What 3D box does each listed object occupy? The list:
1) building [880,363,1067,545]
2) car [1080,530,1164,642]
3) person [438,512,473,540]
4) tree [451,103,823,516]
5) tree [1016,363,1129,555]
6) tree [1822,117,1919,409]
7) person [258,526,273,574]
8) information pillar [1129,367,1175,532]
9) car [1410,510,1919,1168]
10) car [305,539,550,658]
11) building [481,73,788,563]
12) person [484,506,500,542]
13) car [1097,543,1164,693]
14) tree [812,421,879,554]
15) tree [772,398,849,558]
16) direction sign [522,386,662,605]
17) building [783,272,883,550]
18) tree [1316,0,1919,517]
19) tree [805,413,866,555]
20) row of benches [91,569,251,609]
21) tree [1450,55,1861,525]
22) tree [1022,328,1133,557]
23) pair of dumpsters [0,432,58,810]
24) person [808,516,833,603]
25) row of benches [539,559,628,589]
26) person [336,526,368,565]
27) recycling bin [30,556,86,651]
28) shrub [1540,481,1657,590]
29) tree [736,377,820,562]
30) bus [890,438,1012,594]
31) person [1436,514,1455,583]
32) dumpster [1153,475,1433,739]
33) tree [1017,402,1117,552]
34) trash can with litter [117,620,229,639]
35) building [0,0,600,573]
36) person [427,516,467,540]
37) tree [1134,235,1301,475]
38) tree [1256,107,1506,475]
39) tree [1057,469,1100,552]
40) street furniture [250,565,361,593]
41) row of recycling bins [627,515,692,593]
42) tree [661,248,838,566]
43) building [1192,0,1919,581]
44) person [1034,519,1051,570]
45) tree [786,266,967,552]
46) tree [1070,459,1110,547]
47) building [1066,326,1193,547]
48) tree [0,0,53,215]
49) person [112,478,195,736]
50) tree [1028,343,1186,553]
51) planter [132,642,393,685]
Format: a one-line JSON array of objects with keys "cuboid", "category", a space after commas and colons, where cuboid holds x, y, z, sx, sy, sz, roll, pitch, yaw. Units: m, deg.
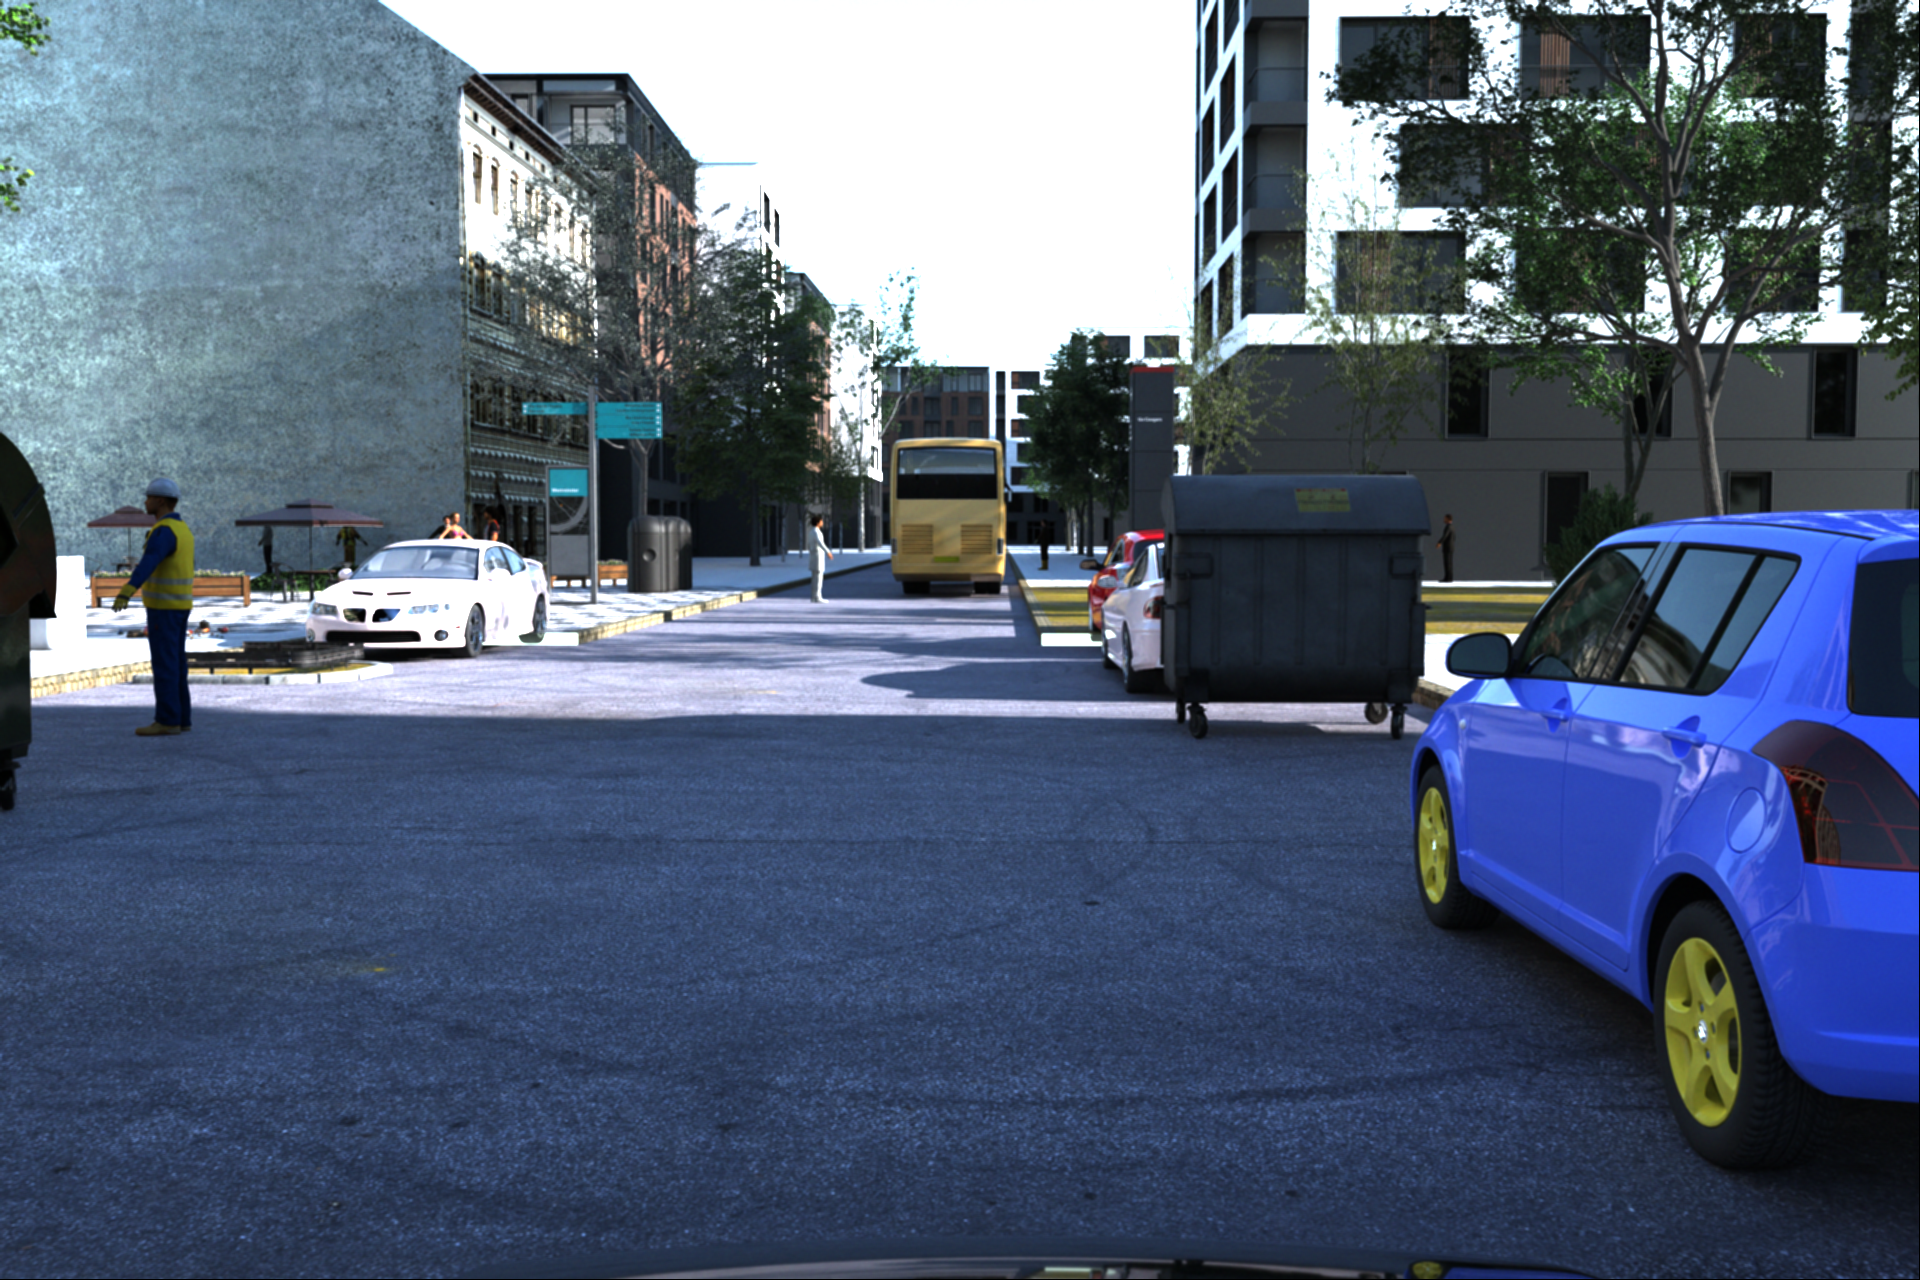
[{"cuboid": [0.967, -22.823, 219.593, 32.646, 21.610, 27.936, 0, 4, -2], "category": "building"}, {"cuboid": [2.618, -0.782, 21.828, 2.155, 1.783, 4.494, 0, 3, 0], "category": "car"}, {"cuboid": [-10.385, -1.777, 35.853, 0.721, 1.733, 1.217, 2, 4, 32], "category": "person"}, {"cuboid": [-9.129, -8.511, 49.520, 12.009, 13.543, 11.850, 0, 3, 0], "category": "tree"}, {"cuboid": [7.372, -11.046, 106.356, 9.928, 11.665, 9.643, 0, 3, 0], "category": "tree"}, {"cuboid": [16.740, -4.829, 29.315, 4.737, 8.622, 4.395, 0, 3, 0], "category": "tree"}, {"cuboid": [-21.783, -2.953, 54.406, 0.705, 1.813, 1.348, -1, 4, -10], "category": "person"}, {"cuboid": [2.990, -2.309, 27.124, 0.750, 3.857, 0.750, 0, 4, 0], "category": "information pillar"}, {"cuboid": [2.535, 0.268, 5.204, 1.945, 1.707, 3.694, 0, 4, 1], "category": "car"}, {"cuboid": [-6.467, -0.558, 21.493, 2.083, 1.381, 4.827, 0, 4, 2], "category": "car"}, {"cuboid": [-25.038, -15.264, 93.538, 27.936, 21.610, 32.646, 0, 4, 1], "category": "building"}, {"cuboid": [-8.927, -1.635, 32.883, 0.704, 1.843, 1.345, -1, 4, -20], "category": "person"}, {"cuboid": [2.425, -0.283, 16.984, 2.083, 1.381, 4.827, 0, 4, 1], "category": "car"}, {"cuboid": [-7.357, -9.779, 110.250, 4.737, 8.622, 4.395, 0, 3, 0], "category": "tree"}, {"cuboid": [-8.723, -8.679, 92.257, 4.360, 8.622, 3.978, 0, 3, 0], "category": "tree"}, {"cuboid": [-6.627, -2.638, 31.900, 2.525, 3.948, 1.411, 0, 4, 2], "category": "direction sign"}, {"cuboid": [-22.051, -18.842, 152.049, 27.936, 21.610, 32.646, 0, 4, 2], "category": "building"}, {"cuboid": [8.660, -5.224, 19.828, 8.767, 10.594, 7.601, 0, 4, -5], "category": "tree"}, {"cuboid": [-7.965, -9.442, 104.746, 4.360, 8.622, 3.978, 0, 3, 0], "category": "tree"}, {"cuboid": [-14.587, -0.898, 30.144, 4.104, 0.672, 1.422, -1, 4, -18], "category": "row of benches"}, {"cuboid": [14.764, -6.833, 37.482, 9.928, 11.665, 9.643, 0, 3, 0], "category": "tree"}, {"cuboid": [6.846, -10.877, 95.966, 7.486, 12.596, 7.792, 0, 3, 0], "category": "tree"}, {"cuboid": [-6.967, -0.214, 8.453, 4.436, 2.255, 1.574, 0, 4, 1], "category": "pair of dumpsters"}, {"cuboid": [-2.971, -1.691, 36.294, 0.705, 1.806, 1.347, -1, 4, -22], "category": "person"}, {"cuboid": [-8.667, -1.632, 42.148, 1.422, 0.672, 4.104, 3, 4, 38], "category": "row of benches"}, {"cuboid": [-19.834, -3.092, 56.325, 1.354, 1.858, 0.705, 2, 4, 27], "category": "person"}, {"cuboid": [-10.329, -0.419, 19.398, 0.722, 1.027, 0.722, 0, 4, 2], "category": "recycling bin"}, {"cuboid": [9.534, -1.320, 25.630, 1.661, 2.075, 1.752, 0, 3, 0], "category": "shrub"}, {"cuboid": [-8.290, -7.939, 80.164, 4.737, 8.622, 4.395, 0, 3, 0], "category": "tree"}, {"cuboid": [-0.105, -3.235, 44.435, 2.896, 3.916, 12.252, 0, 4, 2], "category": "bus"}, {"cuboid": [12.908, -2.426, 45.895, 0.704, 1.802, 1.346, 2, 4, 31], "category": "person"}, {"cuboid": [2.376, -0.267, 12.578, 1.865, 1.857, 1.264, 0, 4, 1], "category": "dumpster"}, {"cuboid": [8.060, -12.329, 127.331, 9.928, 11.665, 9.643, 0, 3, 0], "category": "tree"}, {"cuboid": [-9.921, -0.681, 22.189, 1.678, 1.210, 2.233, 0, 4, 1], "category": "trash can with litter"}, {"cuboid": [-25.212, -14.369, 65.864, 19.493, 23.208, 18.063, 0, 4, 2], "category": "building"}, {"cuboid": [-14.720, -2.664, 49.742, 1.347, 1.806, 0.705, -1, 4, -23], "category": "person"}, {"cuboid": [5.811, -5.701, 43.577, 4.360, 8.622, 3.978, 0, 3, 0], "category": "tree"}, {"cuboid": [6.821, -4.888, 30.288, 4.360, 8.622, 3.978, 0, 3, 0], "category": "tree"}, {"cuboid": [7.847, -10.418, 120.698, 4.360, 8.622, 3.978, 0, 3, 0], "category": "tree"}, {"cuboid": [-13.958, -1.639, 42.420, 5.734, 0.657, 10.072, 0, 4, -4], "category": "street furniture"}, {"cuboid": [-6.732, -1.963, 39.213, 1.069, 1.692, 3.534, 0, 4, 3], "category": "row of recycling bins"}, {"cuboid": [-8.463, -9.228, 69.000, 7.486, 12.596, 7.792, 0, 3, 0], "category": "tree"}, {"cuboid": [22.134, -13.364, 62.484, 27.936, 21.610, 32.646, 0, 4, 2], "category": "building"}, {"cuboid": [2.992, -3.417, 62.002, 0.704, 1.812, 1.346, 2, 4, 24], "category": "person"}, {"cuboid": [-5.546, -16.239, 121.394, 12.611, 20.169, 13.585, 0, 3, 0], "category": "tree"}, {"cuboid": [7.546, -9.945, 112.966, 4.360, 8.622, 3.978, 0, 3, 0], "category": "tree"}, {"cuboid": [25.306, -20.949, 186.493, 27.936, 21.610, 32.646, 0, 4, 2], "category": "building"}, {"cuboid": [-13.022, -5.556, 16.596, 9.928, 11.665, 9.643, 0, 3, 0], "category": "tree"}, {"cuboid": [-5.734, -0.246, 12.450, 0.705, 1.833, 1.349, 0, 4, -7], "category": "person"}, {"cuboid": [7.332, -9.239, 85.465, 8.767, 10.594, 7.601, 1, 4, 12], "category": "tree"}, {"cuboid": [-6.880, 0.225, 17.465, 1.991, 0.319, 1.994, 0, 4, 2], "category": "planter"}]
